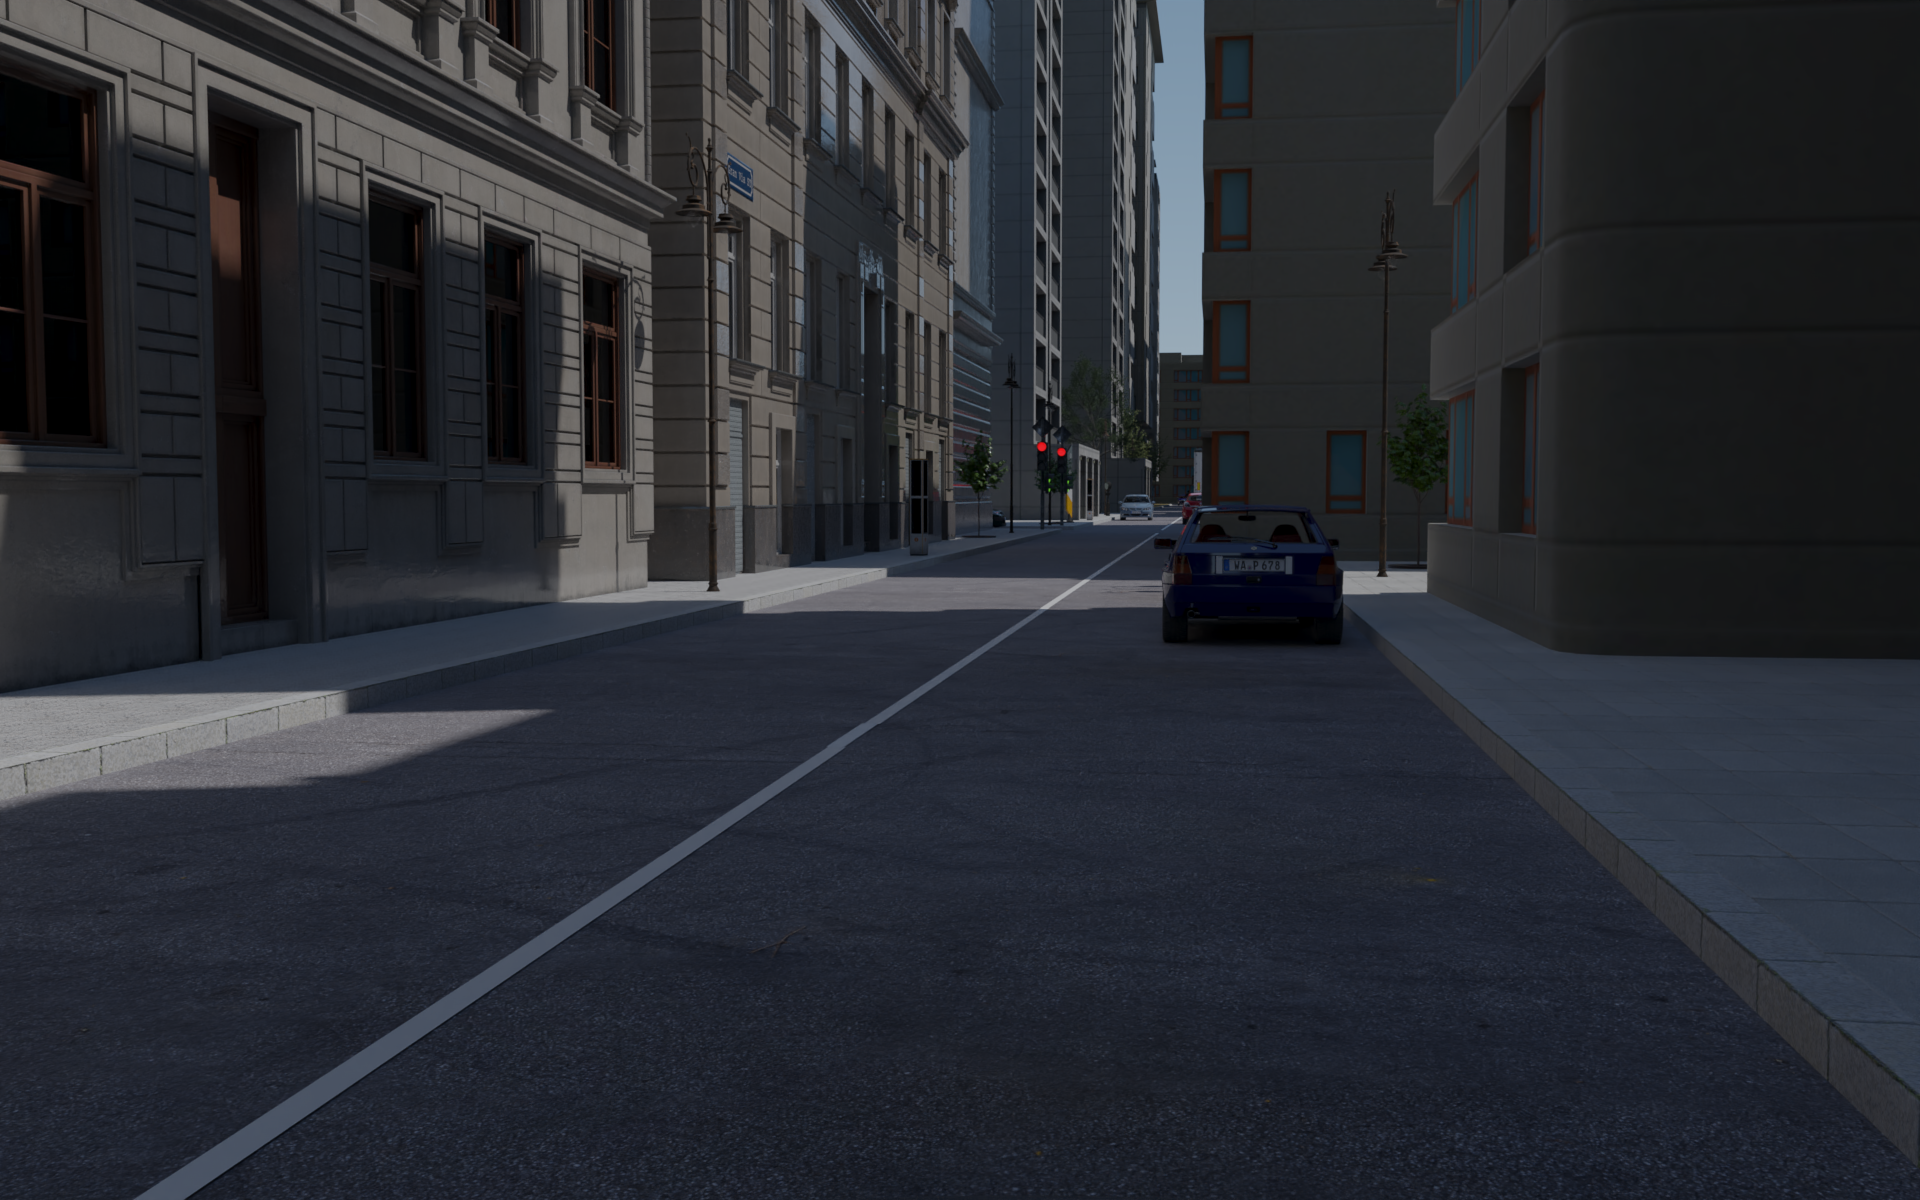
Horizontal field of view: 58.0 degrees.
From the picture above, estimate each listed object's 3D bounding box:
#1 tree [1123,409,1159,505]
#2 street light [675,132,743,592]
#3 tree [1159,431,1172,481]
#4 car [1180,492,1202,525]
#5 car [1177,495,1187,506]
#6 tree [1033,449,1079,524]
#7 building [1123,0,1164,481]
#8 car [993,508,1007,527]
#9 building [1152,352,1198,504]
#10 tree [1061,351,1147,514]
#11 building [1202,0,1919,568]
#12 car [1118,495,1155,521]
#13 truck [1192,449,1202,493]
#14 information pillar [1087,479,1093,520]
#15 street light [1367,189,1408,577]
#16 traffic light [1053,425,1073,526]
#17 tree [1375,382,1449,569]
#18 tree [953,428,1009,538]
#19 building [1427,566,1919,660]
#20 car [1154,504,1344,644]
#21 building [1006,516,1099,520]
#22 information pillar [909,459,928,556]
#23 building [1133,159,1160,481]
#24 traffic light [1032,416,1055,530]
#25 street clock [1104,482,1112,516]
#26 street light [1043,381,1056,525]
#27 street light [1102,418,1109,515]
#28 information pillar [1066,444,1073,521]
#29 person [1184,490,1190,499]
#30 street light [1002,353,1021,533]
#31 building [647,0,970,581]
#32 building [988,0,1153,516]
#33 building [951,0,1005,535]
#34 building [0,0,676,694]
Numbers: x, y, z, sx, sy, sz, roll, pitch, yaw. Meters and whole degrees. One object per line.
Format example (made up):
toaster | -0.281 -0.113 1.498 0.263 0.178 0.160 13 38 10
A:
tree | 13.743 -11.733 142.198 4.737 8.622 4.395 0 3 0
street light | -3.251 -3.049 22.641 0.468 5.910 1.993 1 4 8
tree | 22.729 -15.438 202.770 4.737 8.622 4.395 0 3 0
car | 11.558 -4.509 82.768 2.155 1.783 4.494 1 4 9
car | 27.986 -12.426 215.738 1.945 1.354 3.894 0 4 7
tree | 3.994 -4.842 73.776 1.663 3.219 1.824 0 3 0
building | 7.029 -36.549 186.813 28.713 52.752 27.495 1 4 8
car | -0.281 -3.541 67.680 4.222 1.686 2.009 1 4 8
building | 19.759 -24.339 242.977 28.899 21.520 27.650 1 4 8
tree | 8.751 -10.929 113.102 7.601 10.594 8.767 1 4 12
building | 20.420 -12.237 45.110 27.650 21.520 28.899 1 4 8
car | 9.708 -5.082 95.085 2.014 1.417 4.499 0 4 7
truck | 16.455 -7.553 112.405 2.839 4.237 11.283 0 4 8
information pillar | 6.329 -4.888 84.409 0.304 2.012 0.304 0 4 8
street light | 6.538 -3.293 26.634 0.468 5.910 1.993 1 4 8
traffic light | 4.164 -4.982 70.383 0.839 4.253 0.868 1 4 8
tree | 8.083 -2.160 29.924 1.663 3.219 1.824 0 3 0
tree | 0.683 -3.454 51.070 1.663 3.219 1.824 0 3 0
building | 17.670 -9.827 5.708 27.650 21.520 28.899 1 4 8
car | 2.976 -0.328 17.945 1.945 1.354 3.894 0 4 8
building | -2.798 -40.102 93.919 20.563 71.187 20.611 1 4 8
information pillar | -0.853 -1.929 36.026 0.304 2.012 0.304 1 4 21
building | 17.573 -32.434 213.887 14.086 41.232 14.154 1 4 8
traffic light | 2.995 -4.499 62.483 0.839 4.253 0.868 1 4 8
street clock | 8.637 -5.901 101.059 0.358 2.002 0.471 -2 4 -25
street light | 3.669 -5.989 70.703 0.468 5.910 1.993 1 4 8
street light | 8.808 -8.079 104.883 0.468 5.910 1.993 1 4 8
information pillar | 5.093 -5.471 80.797 0.183 3.616 0.504 2 4 32
person | 26.817 -11.929 203.166 0.705 1.869 1.348 -3 5 -43
street light | 1.698 -5.144 56.892 0.468 5.910 1.993 1 4 8
building | -7.480 -14.687 37.389 12.463 27.353 25.104 1 4 8
building | 3.832 -42.100 126.586 20.563 71.187 20.611 1 4 8
building | -8.658 -14.057 58.717 19.941 23.489 11.050 1 4 8
building | -10.613 -10.890 14.209 11.583 22.565 21.152 1 4 8
